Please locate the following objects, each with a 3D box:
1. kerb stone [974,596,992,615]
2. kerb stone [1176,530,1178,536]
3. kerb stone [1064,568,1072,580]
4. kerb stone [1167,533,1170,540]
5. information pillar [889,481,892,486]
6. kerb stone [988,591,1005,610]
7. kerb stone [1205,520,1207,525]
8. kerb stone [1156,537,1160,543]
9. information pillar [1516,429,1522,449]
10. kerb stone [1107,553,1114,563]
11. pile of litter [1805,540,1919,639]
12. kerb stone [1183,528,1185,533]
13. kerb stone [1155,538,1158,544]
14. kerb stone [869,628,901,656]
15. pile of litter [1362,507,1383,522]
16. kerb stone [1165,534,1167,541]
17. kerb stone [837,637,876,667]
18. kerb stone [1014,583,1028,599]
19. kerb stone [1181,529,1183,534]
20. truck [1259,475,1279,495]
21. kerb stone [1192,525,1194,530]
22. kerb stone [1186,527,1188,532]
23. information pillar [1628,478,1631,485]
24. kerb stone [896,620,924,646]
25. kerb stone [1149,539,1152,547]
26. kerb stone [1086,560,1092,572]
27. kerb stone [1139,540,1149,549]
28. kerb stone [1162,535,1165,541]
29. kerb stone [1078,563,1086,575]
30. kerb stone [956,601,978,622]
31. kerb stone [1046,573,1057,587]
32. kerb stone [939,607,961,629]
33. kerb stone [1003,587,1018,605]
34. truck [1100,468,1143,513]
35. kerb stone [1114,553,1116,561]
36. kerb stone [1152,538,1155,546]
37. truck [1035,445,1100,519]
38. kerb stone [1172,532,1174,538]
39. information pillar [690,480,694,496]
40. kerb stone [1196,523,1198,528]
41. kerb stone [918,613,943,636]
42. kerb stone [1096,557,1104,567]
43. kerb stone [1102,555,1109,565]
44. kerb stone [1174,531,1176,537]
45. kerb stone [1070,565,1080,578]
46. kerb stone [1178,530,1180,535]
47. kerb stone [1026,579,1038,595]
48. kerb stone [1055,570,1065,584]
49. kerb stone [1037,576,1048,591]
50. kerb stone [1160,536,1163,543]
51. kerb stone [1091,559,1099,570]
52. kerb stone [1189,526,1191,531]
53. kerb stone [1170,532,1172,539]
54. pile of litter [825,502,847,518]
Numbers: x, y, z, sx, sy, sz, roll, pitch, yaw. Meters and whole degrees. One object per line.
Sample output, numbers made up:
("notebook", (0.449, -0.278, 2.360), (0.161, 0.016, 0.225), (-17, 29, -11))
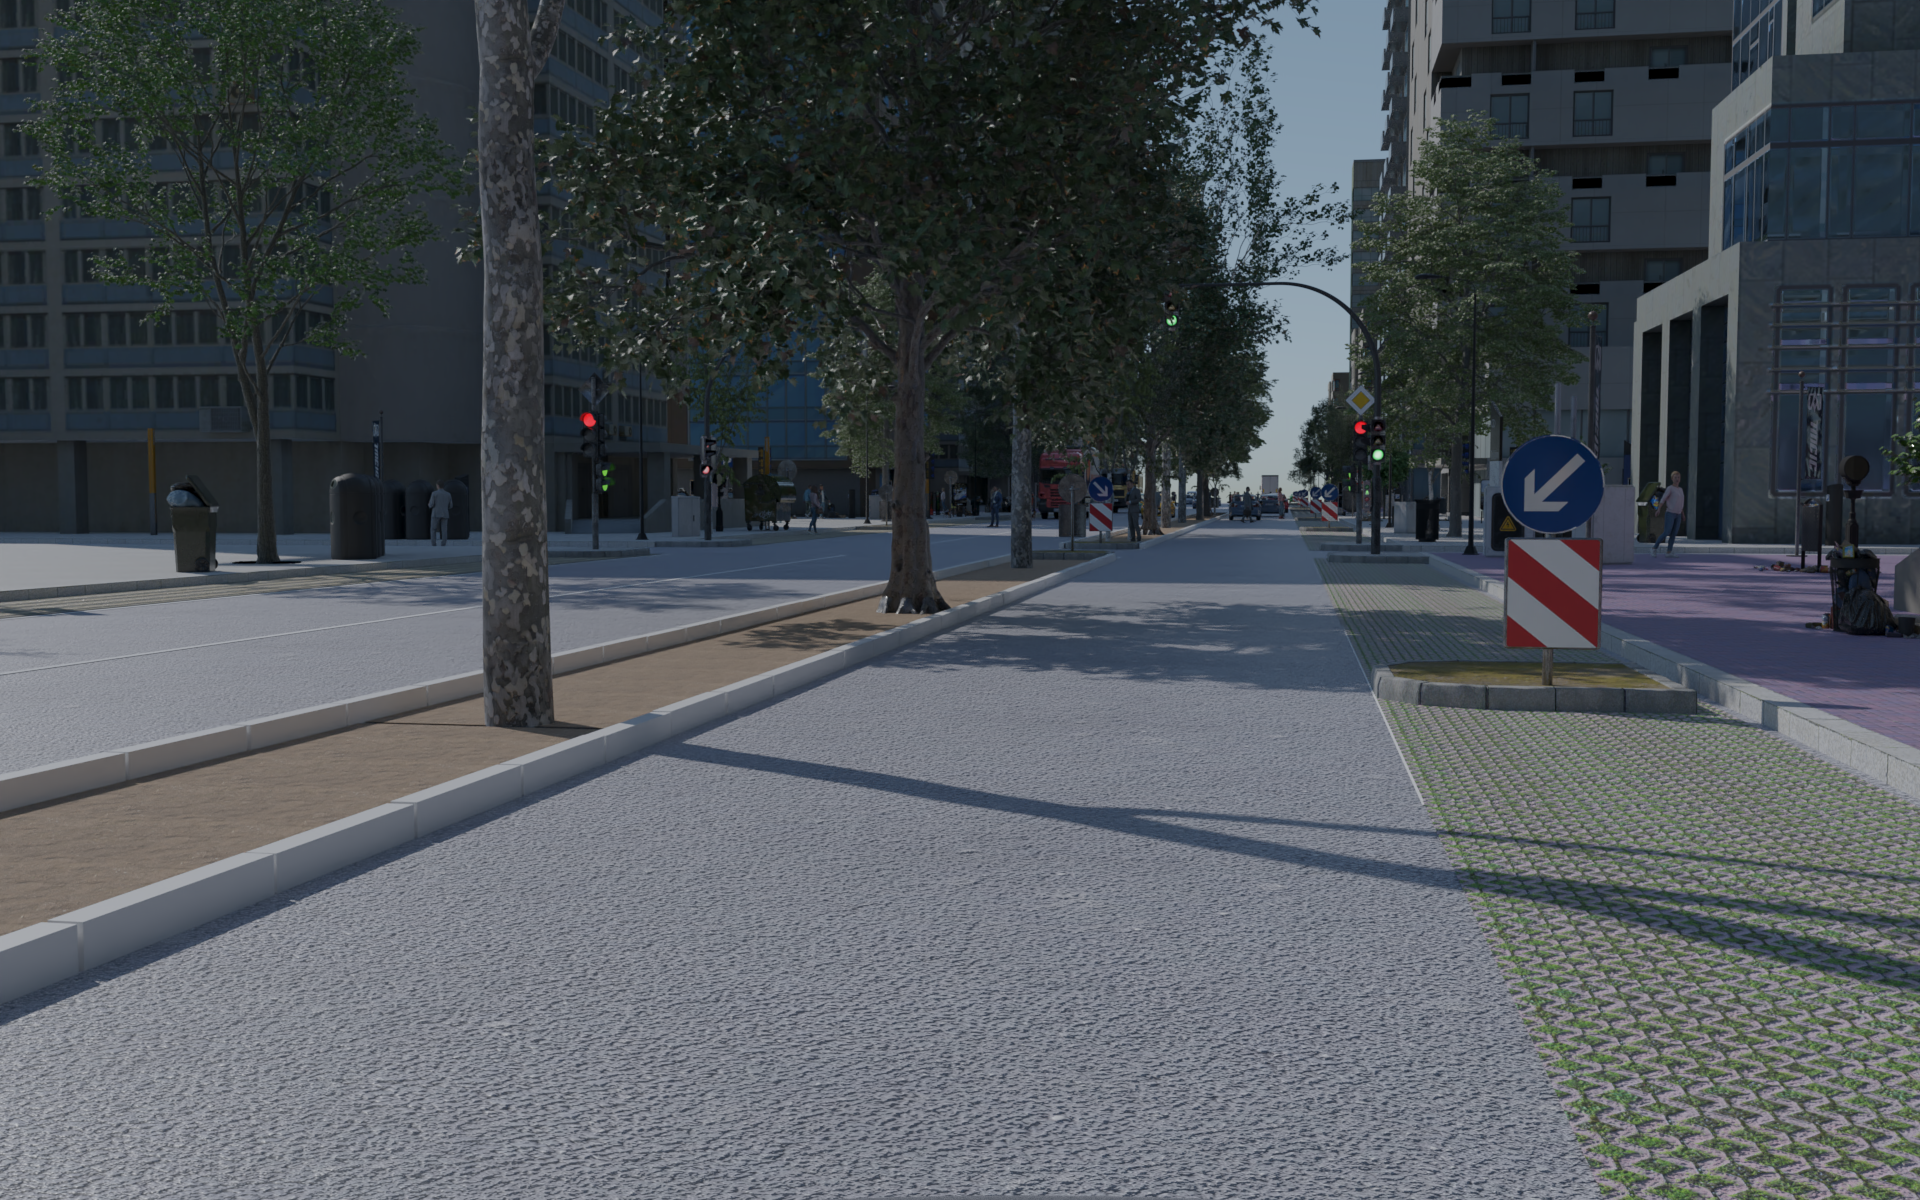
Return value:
("kerb stone", (0.212, 0.086, 20.796), (0.120, 0.150, 1.000), (1, 4, 11))
("kerb stone", (7.060, -2.164, 57.584), (0.120, 0.150, 1.000), (1, 4, 11))
("kerb stone", (1.711, -0.402, 28.875), (0.120, 0.150, 1.000), (1, 4, 11))
("kerb stone", (6.312, -1.918, 53.558), (0.120, 0.150, 1.000), (1, 4, 11))
("information pillar", (-3.911, -5.495, 94.332), (0.304, 2.012, 0.304), (-2, 4, -25))
("kerb stone", (0.402, 0.024, 21.808), (0.120, 0.150, 1.000), (1, 4, 11))
("kerb stone", (11.024, -3.462, 78.806), (0.120, 0.150, 1.000), (1, 4, 11))
("kerb stone", (5.552, -1.665, 49.522), (0.120, 0.150, 1.000), (1, 4, 11))
("information pillar", (19.886, -4.292, 61.531), (0.504, 3.616, 0.183), (-3, 5, -45))
("kerb stone", (3.034, -0.836, 35.922), (0.120, 0.150, 1.000), (1, 4, 11))
("pile of litter", (8.584, -0.135, 16.174), (1.176, 0.858, 1.719), (1, 4, 19))
("kerb stone", (7.823, -2.412, 61.628), (0.120, 0.150, 1.000), (1, 4, 11))
("kerb stone", (5.378, -1.603, 48.507), (0.120, 0.150, 1.000), (1, 4, 11))
("kerb stone", (-0.725, 0.393, 15.764), (0.120, 0.150, 1.000), (1, 4, 11))
("pile of litter", (19.344, -4.143, 81.708), (1.176, 0.858, 1.719), (0, 4, 4))
("kerb stone", (6.115, -1.851, 52.542), (0.120, 0.150, 1.000), (1, 4, 11))
("kerb stone", (-0.913, 0.455, 14.758), (0.120, 0.150, 1.000), (1, 4, 11))
("kerb stone", (0.774, -0.100, 23.833), (0.120, 0.150, 1.000), (1, 4, 11))
("kerb stone", (7.630, -2.350, 60.615), (0.120, 0.150, 1.000), (1, 4, 11))
("truck", (46.311, -16.532, 259.210), (2.839, 4.237, 11.283), (1, 4, 9))
("kerb stone", (8.942, -2.782, 67.686), (0.120, 0.150, 1.000), (1, 4, 11))
("kerb stone", (8.196, -2.535, 63.642), (0.120, 0.150, 1.000), (1, 4, 11))
("information pillar", (30.624, -4.558, 79.009), (0.304, 2.012, 0.304), (2, 4, 29))
("kerb stone", (-0.534, 0.334, 16.769), (0.120, 0.150, 1.000), (1, 4, 11))
("kerb stone", (4.992, -1.484, 46.493), (0.120, 0.150, 1.000), (1, 4, 11))
("kerb stone", (2.279, -0.593, 31.899), (0.120, 0.150, 1.000), (1, 4, 11))
("kerb stone", (4.811, -1.424, 45.484), (0.120, 0.150, 1.000), (1, 4, 11))
("kerb stone", (5.935, -1.794, 51.532), (0.120, 0.150, 1.000), (1, 4, 11))
("kerb stone", (2.093, -0.524, 30.887), (0.120, 0.150, 1.000), (1, 4, 11))
("kerb stone", (0.027, 0.147, 19.790), (0.120, 0.150, 1.000), (1, 4, 11))
("kerb stone", (1.343, -0.282, 26.852), (0.120, 0.150, 1.000), (1, 4, 11))
("kerb stone", (-0.163, 0.209, 18.779), (0.120, 0.150, 1.000), (1, 4, 11))
("kerb stone", (0.597, -0.038, 22.814), (0.120, 0.150, 1.000), (1, 4, 11))
("truck", (12.205, -8.320, 131.954), (3.469, 3.379, 9.791), (1, 4, 12))
("kerb stone", (3.213, -0.901, 36.928), (0.120, 0.150, 1.000), (1, 4, 11))
("kerb stone", (5.185, -1.548, 47.497), (0.120, 0.150, 1.000), (1, 4, 11))
("truck", (6.452, -6.935, 102.299), (2.839, 4.237, 11.283), (1, 4, 11))
("kerb stone", (6.691, -2.039, 55.567), (0.120, 0.150, 1.000), (1, 4, 11))
("information pillar", (-13.902, -5.263, 90.547), (0.304, 2.012, 0.304), (1, 4, 18))
("kerb stone", (9.510, -2.967, 70.709), (0.120, 0.150, 1.000), (1, 4, 11))
("kerb stone", (-0.354, 0.270, 17.775), (0.120, 0.150, 1.000), (1, 4, 11))
("kerb stone", (2.656, -0.716, 33.909), (0.120, 0.150, 1.000), (1, 4, 11))
("kerb stone", (2.842, -0.778, 34.917), (0.120, 0.150, 1.000), (1, 4, 11))
("kerb stone", (6.878, -2.101, 56.572), (0.120, 0.150, 1.000), (1, 4, 11))
("kerb stone", (1.904, -0.470, 29.879), (0.120, 0.150, 1.000), (1, 4, 11))
("kerb stone", (7.257, -2.226, 58.592), (0.120, 0.150, 1.000), (1, 4, 11))
("kerb stone", (0.960, -0.159, 24.843), (0.120, 0.150, 1.000), (1, 4, 11))
("kerb stone", (1.528, -0.346, 27.857), (0.120, 0.150, 1.000), (1, 4, 11))
("kerb stone", (1.148, -0.217, 25.848), (0.120, 0.150, 1.000), (1, 4, 11))
("kerb stone", (5.745, -1.733, 50.525), (0.120, 0.150, 1.000), (1, 4, 11))
("kerb stone", (2.472, -0.644, 32.904), (0.120, 0.150, 1.000), (1, 4, 11))
("kerb stone", (8.565, -2.655, 65.663), (0.120, 0.150, 1.000), (1, 4, 11))
("kerb stone", (6.504, -1.980, 54.562), (0.120, 0.150, 1.000), (1, 4, 11))
("pile of litter", (-6.669, -4.826, 92.867), (1.176, 0.858, 1.719), (0, 4, 0))
